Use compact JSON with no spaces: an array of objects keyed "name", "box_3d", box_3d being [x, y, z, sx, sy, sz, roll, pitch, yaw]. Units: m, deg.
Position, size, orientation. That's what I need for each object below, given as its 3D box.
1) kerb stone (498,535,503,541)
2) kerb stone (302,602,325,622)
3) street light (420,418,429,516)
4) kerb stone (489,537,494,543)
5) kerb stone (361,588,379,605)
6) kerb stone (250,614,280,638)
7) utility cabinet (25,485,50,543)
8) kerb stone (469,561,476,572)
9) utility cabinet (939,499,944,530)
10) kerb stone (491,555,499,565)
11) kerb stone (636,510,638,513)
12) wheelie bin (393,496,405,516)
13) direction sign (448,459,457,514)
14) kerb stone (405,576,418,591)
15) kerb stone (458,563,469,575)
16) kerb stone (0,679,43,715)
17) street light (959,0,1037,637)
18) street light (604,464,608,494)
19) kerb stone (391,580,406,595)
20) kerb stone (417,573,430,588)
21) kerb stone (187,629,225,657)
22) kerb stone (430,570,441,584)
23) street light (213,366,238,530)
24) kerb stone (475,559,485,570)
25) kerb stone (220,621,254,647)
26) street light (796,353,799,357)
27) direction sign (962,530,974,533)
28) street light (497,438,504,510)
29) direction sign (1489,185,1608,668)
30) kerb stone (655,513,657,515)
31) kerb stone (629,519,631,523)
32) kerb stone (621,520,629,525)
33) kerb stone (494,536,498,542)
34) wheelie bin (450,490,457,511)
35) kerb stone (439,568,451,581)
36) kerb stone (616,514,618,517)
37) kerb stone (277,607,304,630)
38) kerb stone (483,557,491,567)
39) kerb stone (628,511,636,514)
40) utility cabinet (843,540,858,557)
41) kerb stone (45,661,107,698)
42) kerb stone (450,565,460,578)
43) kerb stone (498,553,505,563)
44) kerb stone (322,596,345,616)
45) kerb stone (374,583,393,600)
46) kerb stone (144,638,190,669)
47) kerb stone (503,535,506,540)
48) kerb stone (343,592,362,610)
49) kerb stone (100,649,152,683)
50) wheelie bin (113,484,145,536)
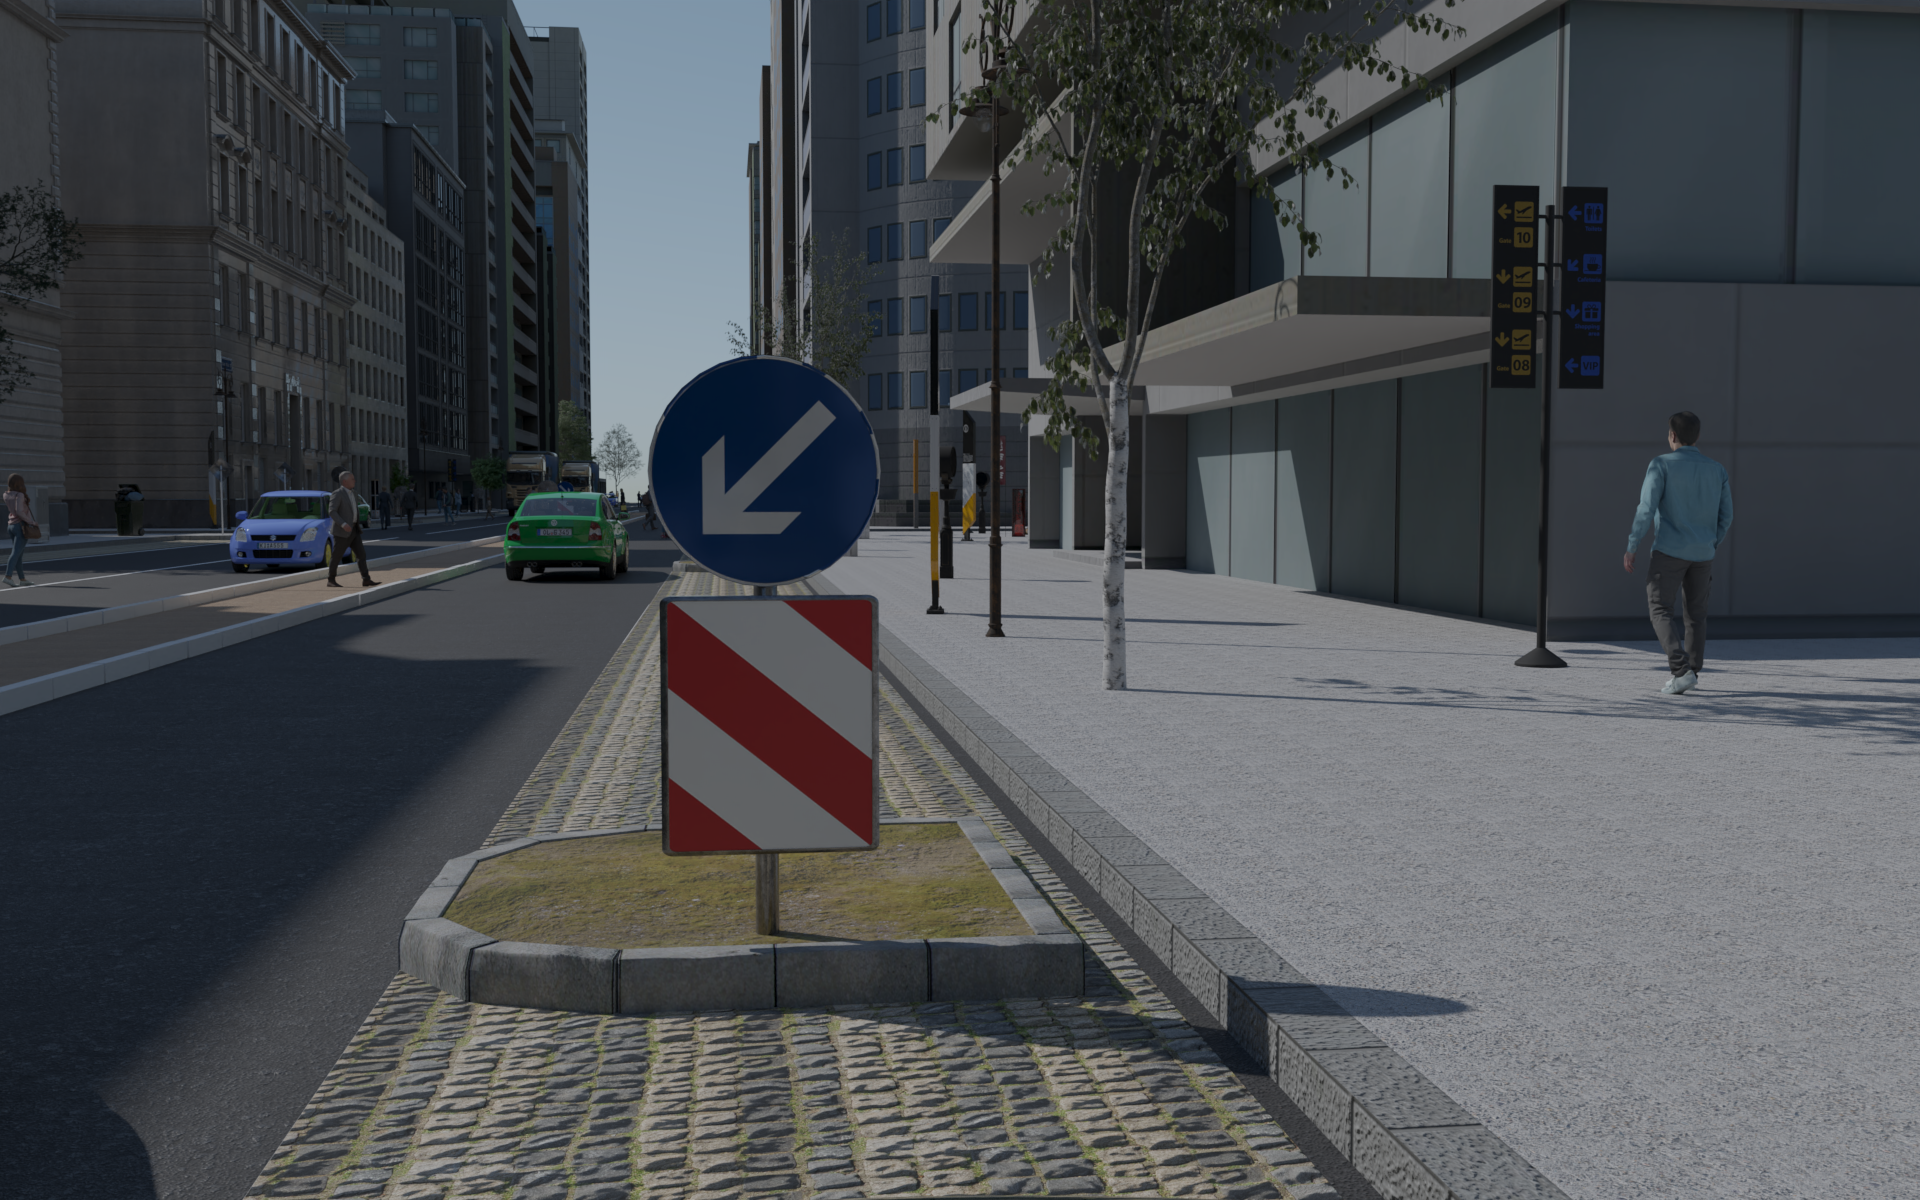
[{"name":"kerb stone","box_3d":[-13.914,-1.819,51.939,0.120,0.150,1.000,0,4,-8]},{"name":"kerb stone","box_3d":[-7.432,0.153,19.705,0.120,0.150,1.000,0,4,-8]},{"name":"street light","box_3d":[-31.900,-7.978,103.232,0.468,5.910,1.993,0,4,-8]},{"name":"kerb stone","box_3d":[-13.643,-1.695,49.911,0.120,0.150,1.000,0,4,-8]},{"name":"kerb stone","box_3d":[-7.839,-0.028,22.767,0.120,0.150,1.000,0,4,-8]},{"name":"kerb stone","box_3d":[-7.153,0.276,17.676,0.120,0.150,1.000,0,4,-8]},{"name":"utility cabinet","box_3d":[-23.918,-2.215,44.893,0.318,1.500,1.173,-1,4,-14]},{"name":"kerb stone","box_3d":[-9.084,-0.583,31.889,0.120,0.150,1.000,0,4,-8]},{"name":"utility cabinet","box_3d":[-0.554,-2.439,51.047,0.306,1.237,1.020,1,4,11]},{"name":"kerb stone","box_3d":[-9.487,-0.779,34.933,0.120,0.150,1.000,0,4,-8]},{"name":"kerb stone","box_3d":[-24.592,-6.635,130.669,0.120,0.150,1.000,0,4,-8]},{"name":"wheelie bin","box_3d":[-32.324,-5.626,99.892,0.693,1.594,0.980,-2,4,-24]},{"name":"direction sign","box_3d":[-32.852,-7.345,112.087,0.379,3.537,0.876,1,4,19]},{"name":"kerb stone","box_3d":[-8.259,-0.217,25.807,0.120,0.150,1.000,0,4,-8]},{"name":"kerb stone","box_3d":[-8.942,-0.531,30.875,0.120,0.150,1.000,0,4,-8]},{"name":"kerb stone","box_3d":[-6.321,0.649,11.577,0.120,0.150,1.000,0,4,-8]},{"name":"street light","box_3d":[0.318,-2.607,15.414,0.468,5.910,1.993,0,4,-8]},{"name":"street light","box_3d":[-53.422,-17.657,261.482,0.468,5.910,1.993,0,4,-8]},{"name":"kerb stone","box_3d":[-8.119,-0.159,24.792,0.120,0.150,1.000,0,4,-8]},{"name":"kerb stone","box_3d":[-8.392,-0.283,26.820,0.120,0.150,1.000,0,4,-8]},{"name":"kerb stone","box_3d":[-6.876,0.401,15.651,0.120,0.150,1.000,0,4,-8]},{"name":"kerb stone","box_3d":[-8.528,-0.344,27.833,0.120,0.150,1.000,0,4,-8]},{"name":"street light","box_3d":[-26.478,-5.491,62.564,0.468,5.910,1.993,0,4,-8]},{"name":"kerb stone","box_3d":[-9.211,-0.652,32.903,0.120,0.150,1.000,0,4,-8]},{"name":"kerb stone","box_3d":[-7.014,0.338,16.664,0.120,0.150,1.000,0,4,-8]},{"name":"street light","box_3d":[-5.303,-5.136,56.768,0.468,5.910,1.993,0,4,-8]},{"name":"direction sign","box_3d":[0.257,-3.964,56.811,0.379,3.537,0.876,0,4,2]},{"name":"street light","box_3d":[-36.843,-10.174,139.140,0.468,5.910,1.993,0,4,-8]},{"name":"direction sign","box_3d":[4.339,-1.274,12.831,0.876,3.537,0.379,0,4,-7]},{"name":"kerb stone","box_3d":[-21.550,-6.219,123.868,0.120,0.150,1.000,0,4,-8]},{"name":"kerb stone","box_3d":[-16.041,-3.734,83.243,0.120,0.150,1.000,0,4,-8]},{"name":"kerb stone","box_3d":[-15.904,-3.671,82.228,0.120,0.150,1.000,0,4,-8]},{"name":"kerb stone","box_3d":[-13.776,-1.754,50.925,0.120,0.150,1.000,0,4,-8]},{"name":"wheelie bin","box_3d":[-39.293,-7.718,134.103,0.693,1.594,0.980,1,4,17]},{"name":"kerb stone","box_3d":[-8.667,-0.407,28.848,0.120,0.150,1.000,0,4,-8]},{"name":"kerb stone","box_3d":[-22.247,-5.579,113.403,0.120,0.150,1.000,0,4,-8]},{"name":"kerb stone","box_3d":[-7.290,0.215,18.689,0.120,0.150,1.000,0,4,-8]},{"name":"kerb stone","box_3d":[-9.359,-0.717,33.918,0.120,0.150,1.000,0,4,-8]},{"name":"kerb stone","box_3d":[-24.177,-6.449,127.630,0.120,0.150,1.000,0,4,-8]},{"name":"utility cabinet","box_3d":[-2.610,-1.502,35.718,1.020,1.237,0.306,2,4,27]},{"name":"kerb stone","box_3d":[-6.464,0.589,12.592,0.120,0.150,1.000,0,4,-8]},{"name":"kerb stone","box_3d":[-8.807,-0.462,29.862,0.120,0.150,1.000,0,4,-8]},{"name":"kerb stone","box_3d":[-9.626,-0.841,35.945,0.120,0.150,1.000,0,4,-8]},{"name":"kerb stone","box_3d":[-7.565,0.092,20.719,0.120,0.150,1.000,0,4,-8]},{"name":"kerb stone","box_3d":[-7.980,-0.097,23.780,0.120,0.150,1.000,0,4,-8]},{"name":"kerb stone","box_3d":[-6.745,0.463,14.628,0.120,0.150,1.000,0,4,-8]},{"name":"kerb stone","box_3d":[-14.059,-1.881,52.951,0.120,0.150,1.000,0,4,-8]},{"name":"kerb stone","box_3d":[-7.707,0.028,21.733,0.120,0.150,1.000,0,4,-8]},{"name":"kerb stone","box_3d":[-6.602,0.525,13.611,0.120,0.150,1.000,0,4,-8]},{"name":"wheelie bin","box_3d":[-25.354,-2.751,52.881,0.980,1.594,0.693,1,4,12]}]
